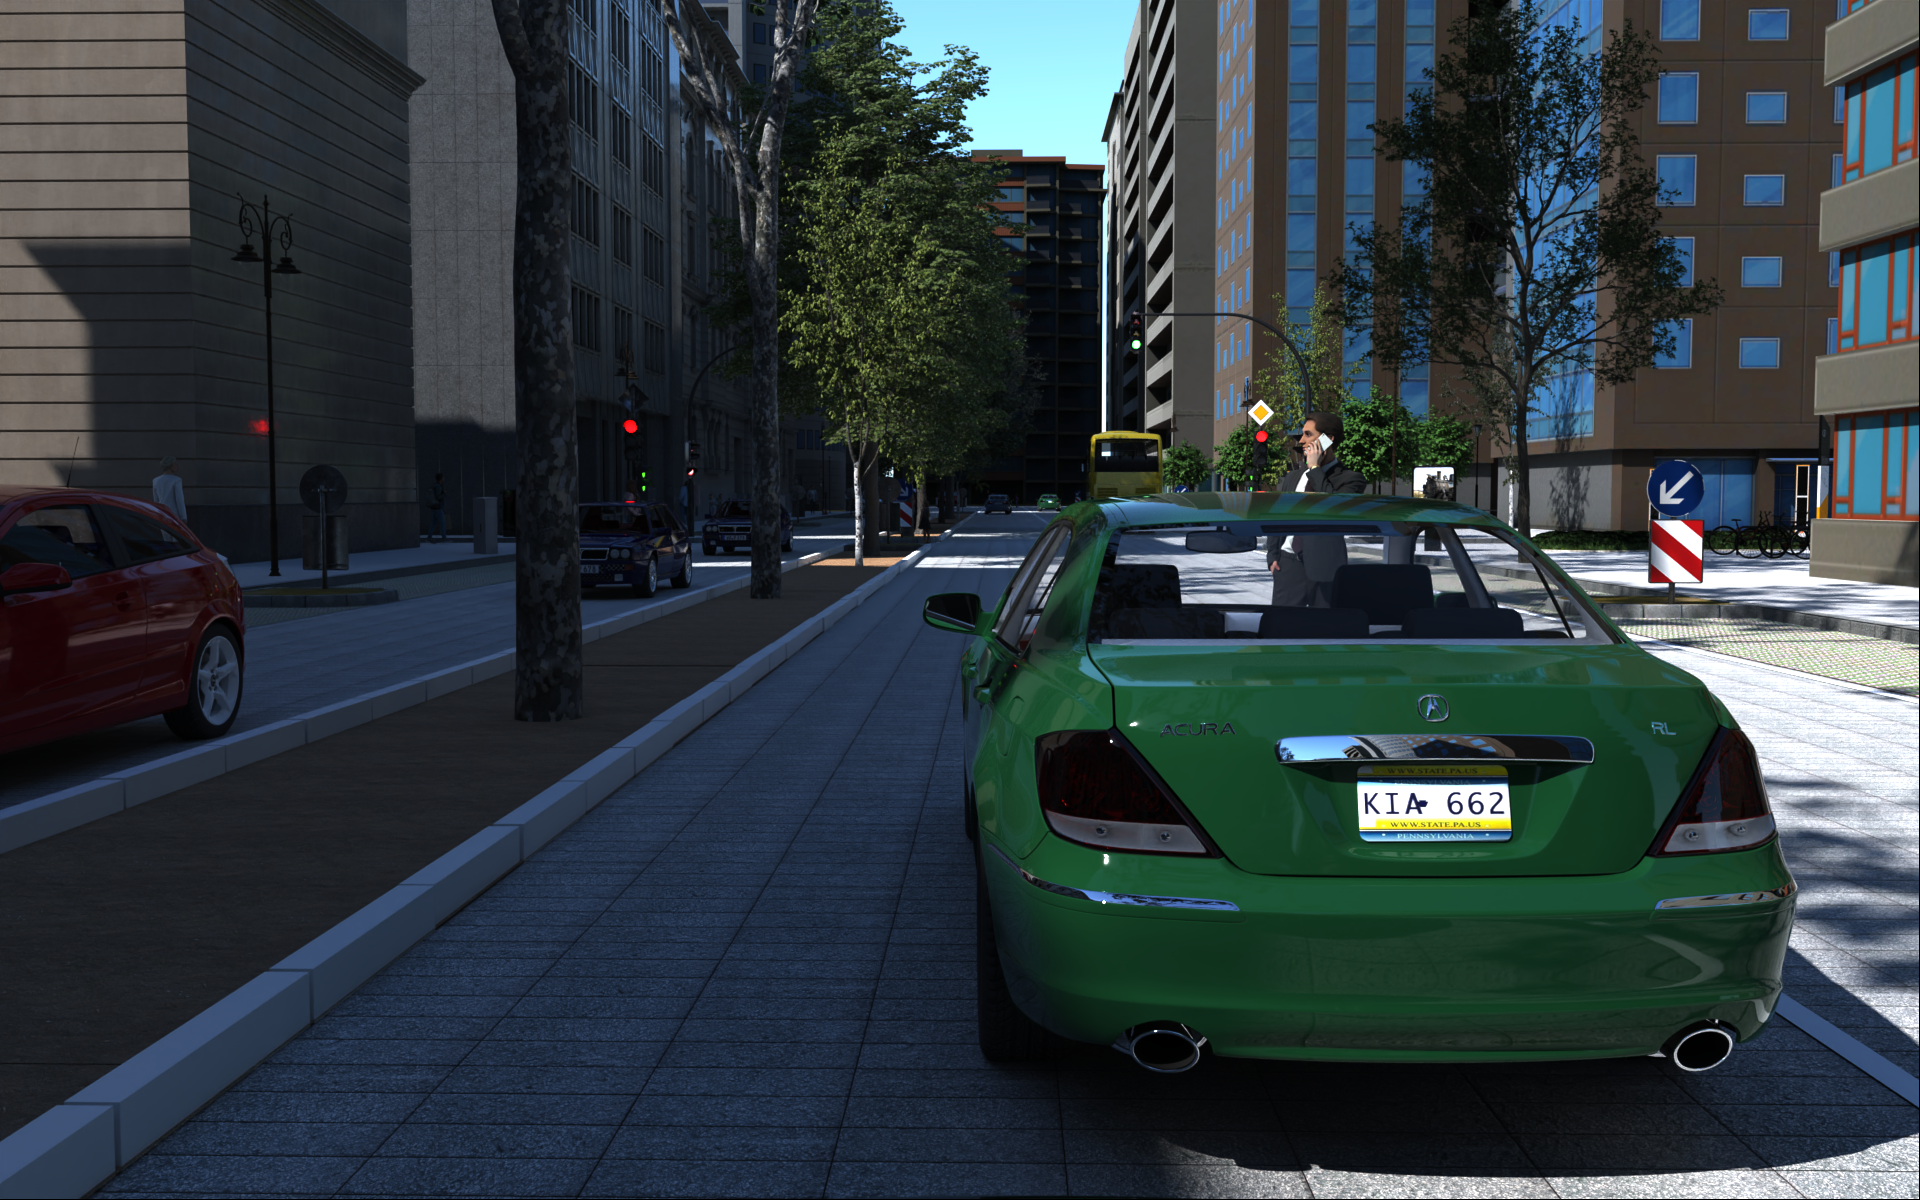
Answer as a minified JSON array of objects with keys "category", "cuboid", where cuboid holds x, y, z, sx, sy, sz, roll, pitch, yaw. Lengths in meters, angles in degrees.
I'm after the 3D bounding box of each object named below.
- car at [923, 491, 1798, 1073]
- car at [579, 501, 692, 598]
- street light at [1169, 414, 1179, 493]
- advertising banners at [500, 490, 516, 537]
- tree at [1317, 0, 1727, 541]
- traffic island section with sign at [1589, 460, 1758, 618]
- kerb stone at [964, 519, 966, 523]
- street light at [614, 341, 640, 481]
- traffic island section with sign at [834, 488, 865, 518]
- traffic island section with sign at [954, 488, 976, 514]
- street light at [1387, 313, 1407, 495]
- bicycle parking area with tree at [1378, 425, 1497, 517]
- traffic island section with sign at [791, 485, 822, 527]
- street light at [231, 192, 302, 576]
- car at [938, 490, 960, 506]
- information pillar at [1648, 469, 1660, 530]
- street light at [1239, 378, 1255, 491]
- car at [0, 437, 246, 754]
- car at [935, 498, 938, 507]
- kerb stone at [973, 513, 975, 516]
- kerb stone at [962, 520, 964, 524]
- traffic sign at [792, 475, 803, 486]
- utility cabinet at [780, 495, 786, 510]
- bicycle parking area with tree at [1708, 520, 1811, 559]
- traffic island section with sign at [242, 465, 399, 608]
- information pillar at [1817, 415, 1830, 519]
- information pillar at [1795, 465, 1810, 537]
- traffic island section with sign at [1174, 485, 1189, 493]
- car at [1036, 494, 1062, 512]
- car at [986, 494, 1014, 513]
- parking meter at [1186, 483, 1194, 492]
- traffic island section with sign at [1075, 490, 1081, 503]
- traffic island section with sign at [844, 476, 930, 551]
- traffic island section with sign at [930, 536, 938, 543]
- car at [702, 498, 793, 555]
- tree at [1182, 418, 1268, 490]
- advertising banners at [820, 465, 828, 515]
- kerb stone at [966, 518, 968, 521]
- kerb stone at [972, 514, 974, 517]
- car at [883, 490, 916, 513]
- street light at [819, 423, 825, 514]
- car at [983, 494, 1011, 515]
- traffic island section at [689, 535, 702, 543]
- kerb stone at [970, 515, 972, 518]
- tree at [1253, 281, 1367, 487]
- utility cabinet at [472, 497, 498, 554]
[{"category":"car","cuboid":[0.933,0.366,5.812,2.131,1.459,4.920,0,4,-1]},{"category":"car","cuboid":[-5.040,-0.769,25.150,1.945,1.354,3.894,0,4,2]},{"category":"street light","cuboid":[12.050,-7.638,97.674,0.468,5.910,1.993,0,4,1]},{"category":"advertising banners","cuboid":[-12.732,-3.367,51.245,2.074,3.025,0.090,1,4,21]},{"category":"tree","cuboid":[10.194,-5.966,31.964,7.601,10.594,8.767,0,4,2]},{"category":"traffic island section with sign","cuboid":[8.184,-0.745,20.801,1.989,1.847,2.006,0,4,1]},{"category":"kerb stone","cuboid":[0.082,-3.570,80.587,0.120,0.150,1.000,0,4,1]},{"category":"street light","cuboid":[-10.060,-4.873,52.467,0.468,5.910,1.993,0,4,1]},{"category":"traffic island section with sign","cuboid":[-6.486,-5.812,103.662,1.989,1.847,2.006,0,4,1]},{"category":"traffic island section with sign","cuboid":[0.178,-7.248,126.647,2.006,1.907,1.989,0,4,1]},{"category":"street light","cuboid":[10.805,-4.298,43.058,0.468,5.910,1.993,0,4,1]},{"category":"bicycle parking area with tree","cuboid":[20.035,-5.310,73.818,9.016,4.147,8.231,-1,4,-22]},{"category":"traffic island section with sign","cuboid":[-7.150,-4.159,76.622,1.989,1.847,2.006,0,4,1]},{"category":"street light","cuboid":[-10.724,-3.312,26.931,0.468,5.910,1.993,0,4,1]},{"category":"car","cuboid":[-1.002,-9.998,172.136,2.281,1.827,5.304,0,4,1]},{"category":"information pillar","cuboid":[20.303,-2.821,50.621,0.304,2.012,0.304,1,4,19]},{"category":"street light","cuboid":[11.462,-5.895,69.177,0.468,5.910,1.993,0,4,1]},{"category":"car","cuboid":[-5.286,0.018,8.754,2.155,1.783,4.494,0,4,2]},{"category":"car","cuboid":[-1.712,-11.225,195.890,2.083,1.381,4.827,0,4,3]},{"category":"kerb stone","cuboid":[0.667,-5.015,104.191,0.120,0.150,1.000,0,4,1]},{"category":"kerb stone","cuboid":[0.002,-3.383,77.507,0.120,0.150,1.000,0,4,1]},{"category":"traffic sign","cuboid":[-8.764,-5.568,93.167,0.606,2.300,0.079,0,4,7]},{"category":"utility cabinet","cuboid":[-8.897,-4.515,84.988,0.306,1.237,1.020,1,4,20]},{"category":"bicycle parking area with tree","cuboid":[19.257,-2.780,32.457,9.016,4.147,8.231,1,4,17]},{"category":"traffic island section with sign","cuboid":[-8.502,-0.858,22.654,1.989,1.847,2.006,0,4,1]},{"category":"information pillar","cuboid":[25.278,-3.631,50.724,0.504,3.616,0.183,-3,4,-36]},{"category":"information pillar","cuboid":[21.232,-2.396,43.673,0.304,2.012,0.304,2,4,26]},{"category":"traffic island section with sign","cuboid":[9.552,-4.133,76.199,1.989,1.847,2.006,0,4,1]},{"category":"car","cuboid":[7.281,-7.933,141.495,2.131,1.459,4.920,0,4,1]},{"category":"car","cuboid":[2.990,-7.273,130.714,2.131,1.459,4.920,0,4,2]},{"category":"parking meter","cuboid":[11.688,-5.036,88.051,0.399,1.863,0.255,-2,4,-35]},{"category":"traffic island section with sign","cuboid":[12.152,-10.516,180.557,1.989,1.847,2.006,0,4,1]},{"category":"traffic island section with sign","cuboid":[-1.874,-2.201,44.127,2.006,1.907,1.989,0,4,1]},{"category":"traffic island section with sign","cuboid":[-1.680,-2.654,51.532,2.006,1.907,1.989,0,4,1]},{"category":"car","cuboid":[-5.099,-1.786,41.788,1.945,1.354,3.894,0,4,3]},{"category":"tree","cuboid":[12.340,-5.455,72.901,4.285,4.588,4.351,0,3,0]},{"category":"advertising banners","cuboid":[-8.326,-6.703,105.781,0.090,3.025,2.074,0,4,7]},{"category":"kerb stone","cuboid":[0.183,-3.822,84.685,0.120,0.150,1.000,0,4,1]},{"category":"kerb stone","cuboid":[0.584,-4.827,101.116,0.120,0.150,1.000,0,4,1]},{"category":"car","cuboid":[-3.580,-5.904,105.198,2.281,1.827,5.304,0,4,1]},{"category":"street light","cuboid":[-8.688,-8.393,110.006,0.468,5.910,1.993,0,4,1]},{"category":"car","cuboid":[2.624,-6.746,122.306,2.014,1.417,4.499,0,4,0]},{"category":"traffic island section","cuboid":[-8.096,-1.820,52.035,2.009,0.180,2.903,0,4,1]},{"category":"kerb stone","cuboid":[0.453,-4.513,95.984,0.120,0.150,1.000,0,4,1]},{"category":"tree","cuboid":[12.066,-6.747,60.671,4.737,8.622,4.395,0,3,0]},{"category":"utility cabinet","cuboid":[-10.255,-1.604,37.383,0.306,1.237,1.020,-2,4,-29]}]
